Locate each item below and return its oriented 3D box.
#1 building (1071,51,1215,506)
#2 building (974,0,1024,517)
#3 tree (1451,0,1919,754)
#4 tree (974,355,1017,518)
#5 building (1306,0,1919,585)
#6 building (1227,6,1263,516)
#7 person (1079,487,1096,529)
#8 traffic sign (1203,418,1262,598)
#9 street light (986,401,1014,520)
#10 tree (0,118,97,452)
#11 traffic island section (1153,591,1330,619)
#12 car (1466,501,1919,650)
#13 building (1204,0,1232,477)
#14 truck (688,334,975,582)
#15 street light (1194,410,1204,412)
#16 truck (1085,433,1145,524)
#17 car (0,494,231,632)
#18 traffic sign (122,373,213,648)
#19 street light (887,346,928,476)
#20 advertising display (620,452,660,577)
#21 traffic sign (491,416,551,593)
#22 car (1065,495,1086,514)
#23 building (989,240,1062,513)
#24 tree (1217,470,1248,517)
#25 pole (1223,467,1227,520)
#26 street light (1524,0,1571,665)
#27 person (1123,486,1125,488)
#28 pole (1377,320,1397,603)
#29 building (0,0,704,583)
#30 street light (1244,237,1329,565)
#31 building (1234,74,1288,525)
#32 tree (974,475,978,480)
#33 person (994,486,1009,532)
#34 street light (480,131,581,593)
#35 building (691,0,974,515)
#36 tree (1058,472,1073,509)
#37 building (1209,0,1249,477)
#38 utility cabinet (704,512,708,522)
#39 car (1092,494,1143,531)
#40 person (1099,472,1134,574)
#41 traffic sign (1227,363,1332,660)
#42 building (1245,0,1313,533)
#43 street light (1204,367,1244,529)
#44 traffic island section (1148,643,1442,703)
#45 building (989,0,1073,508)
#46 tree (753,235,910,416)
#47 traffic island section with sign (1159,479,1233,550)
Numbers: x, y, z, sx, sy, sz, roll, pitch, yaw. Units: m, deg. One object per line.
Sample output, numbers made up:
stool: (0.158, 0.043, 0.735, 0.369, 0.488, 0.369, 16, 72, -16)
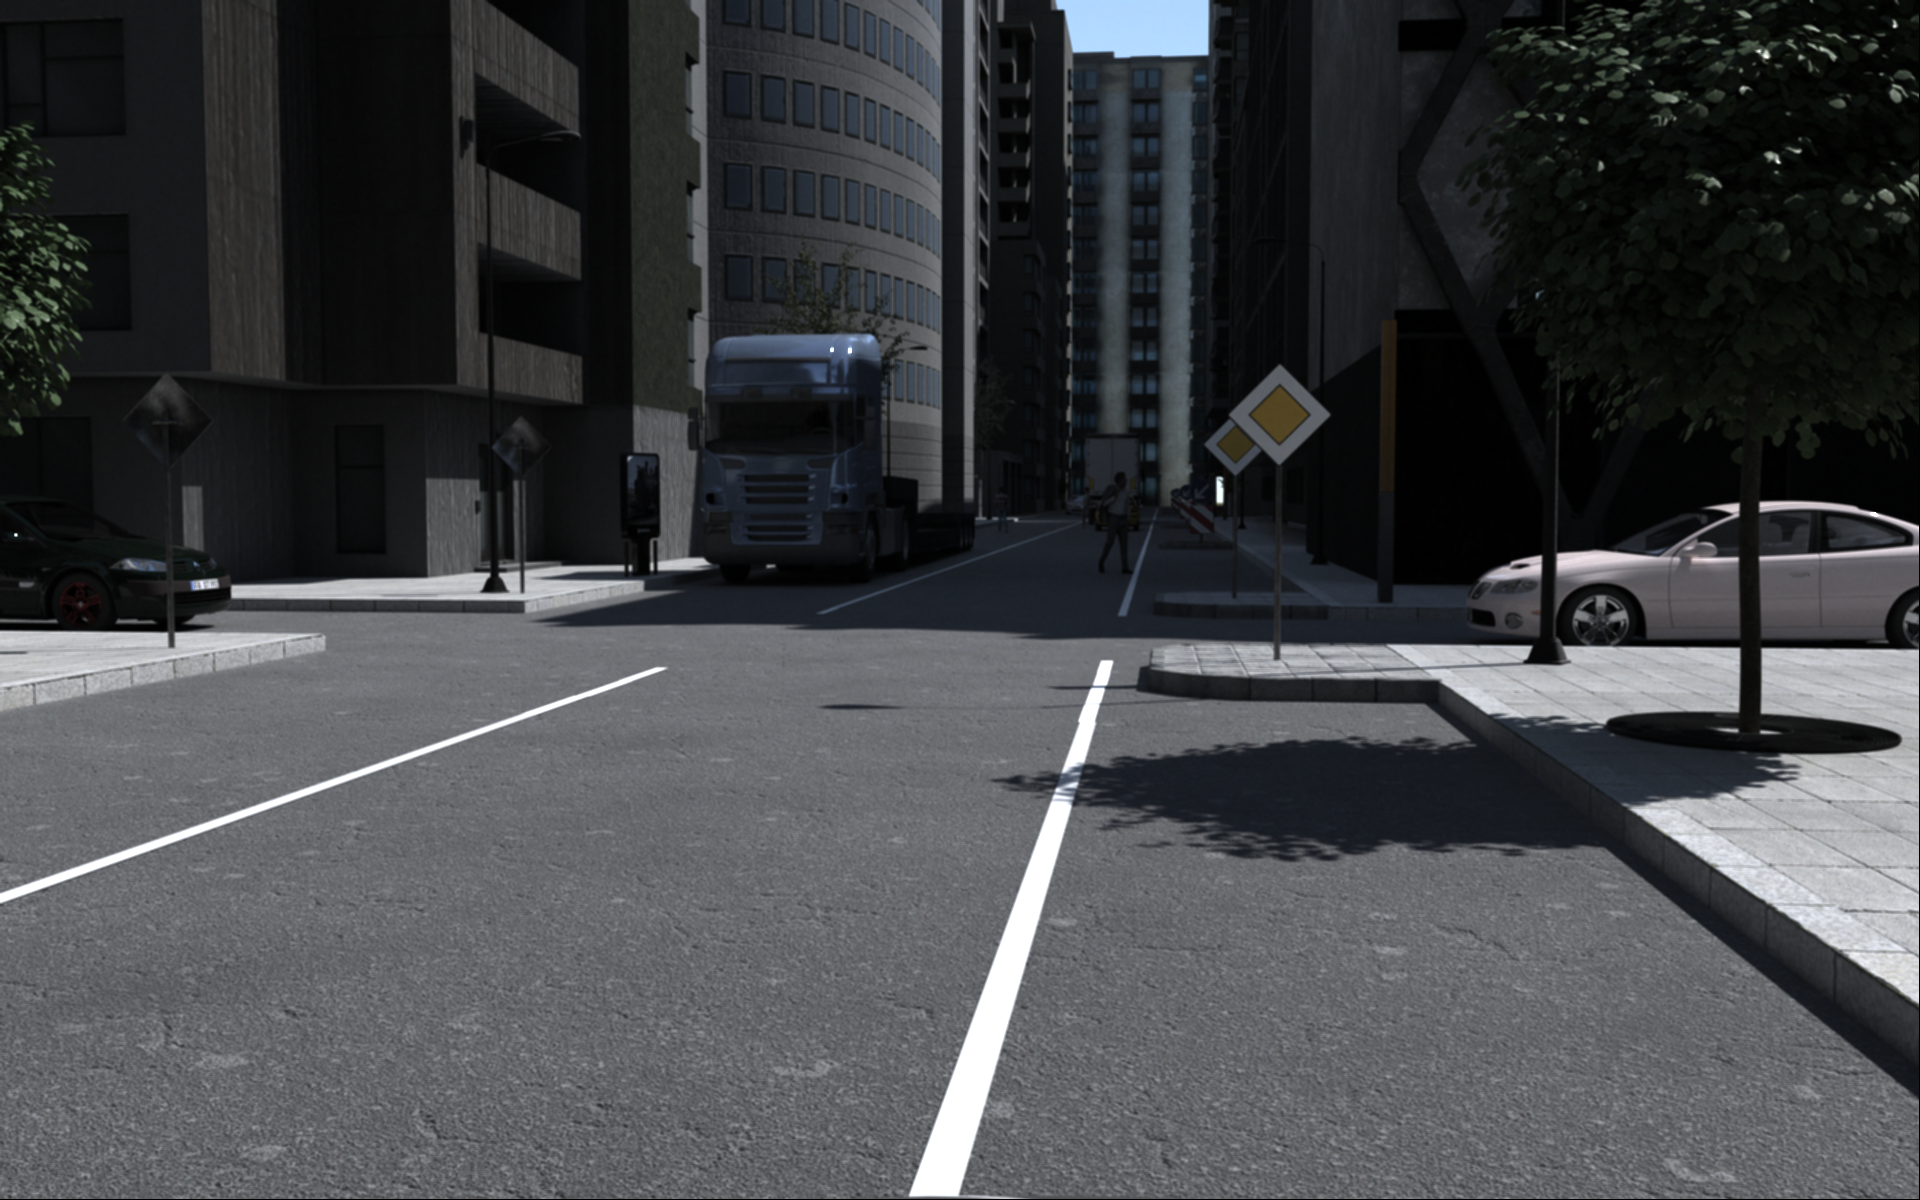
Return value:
building: (13.891, -34.930, 190.710, 30.456, 49.044, 23.786, 0, 4, 7)
building: (-6.579, -40.905, 107.054, 20.563, 71.187, 20.611, 0, 4, 7)
tree: (4.300, -1.556, 9.155, 4.285, 4.588, 4.351, 0, 3, 0)
tree: (0.837, -8.620, 91.292, 4.360, 8.622, 3.978, 0, 3, 0)
building: (14.916, -9.827, 28.118, 16.811, 18.784, 16.820, 0, 4, 7)
building: (23.529, -20.445, 105.984, 14.160, 30.474, 14.107, 0, 4, 7)
person: (5.291, -3.832, 71.909, 0.760, 1.731, 0.466, -2, 4, -32)
traffic sign: (3.375, -1.078, 21.264, 0.795, 2.450, 0.064, 0, 4, 7)
street light: (2.013, -6.992, 86.853, 1.470, 5.913, 1.316, 0, 4, 7)
tree: (-7.693, -1.734, 12.064, 4.285, 4.588, 4.351, 0, 3, 0)
traffic island section: (3.400, 0.058, 21.339, 2.009, 0.180, 2.903, 0, 4, 7)
car: (7.179, -0.223, 16.009, 4.827, 1.381, 2.083, 0, 4, 5)
building: (35.945, -34.599, 154.929, 28.713, 52.752, 27.495, 0, 4, 7)
truck: (-1.854, -2.769, 35.039, 2.967, 4.110, 18.799, 0, 4, 6)
street light: (13.591, -7.532, 95.695, 1.470, 5.913, 1.316, 0, 4, 7)
truck: (7.662, -5.909, 85.523, 2.839, 4.237, 11.283, 0, 4, 7)
car: (-9.983, -0.530, 18.452, 4.222, 1.686, 2.009, 0, 4, 8)
traffic sign: (-6.582, -0.658, 14.405, 0.795, 2.450, 0.064, 0, 4, 7)
street light: (-1.715, -5.015, 54.531, 1.470, 5.913, 1.316, 0, 4, 7)
advertising display: (-5.010, -1.342, 27.159, 0.123, 1.923, 0.974, 1, 4, 21)
traffic sign: (-5.655, -1.143, 22.336, 0.795, 2.450, 0.064, 0, 4, 7)
car: (8.486, -6.779, 123.198, 2.083, 1.381, 4.827, 0, 4, 5)
building: (-6.828, -17.659, 133.769, 27.650, 21.520, 28.899, 0, 4, 7)
tree: (15.458, -6.345, 98.347, 1.663, 3.219, 1.824, 0, 3, 0)
pole: (13.066, -5.592, 85.271, 0.158, 3.312, 0.155, 0, 3, 0)
street light: (3.929, -2.478, 13.059, 1.470, 5.913, 1.316, 0, 4, 7)
person: (6.802, -3.961, 73.279, 0.660, 1.820, 0.620, 1, 4, 19)
pole: (5.031, -1.625, 20.405, 0.158, 3.312, 0.155, 0, 3, 0)
building: (-13.091, -15.744, 29.114, 14.160, 30.474, 14.107, 0, 4, 7)
street light: (6.000, -3.600, 31.397, 1.470, 5.913, 1.316, 0, 4, 7)
building: (20.216, -15.898, 79.005, 14.314, 24.678, 30.058, 0, 4, 7)
tree: (-0.138, -5.480, 84.191, 1.663, 3.219, 1.824, 0, 3, 0)
person: (1.574, -3.416, 65.185, 0.563, 1.720, 0.643, 0, 4, -2)
street light: (-5.543, -3.049, 22.386, 1.470, 5.913, 1.316, 0, 4, 7)
building: (-11.393, -32.196, 68.398, 21.231, 58.520, 28.212, 0, 4, 7)
tree: (8.751, -9.479, 149.587, 1.663, 3.219, 1.824, 0, 3, 0)
building: (29.699, -28.867, 126.605, 22.147, 44.769, 28.867, 0, 4, 7)
utility cabinet: (-6.858, -2.124, 43.407, 0.318, 1.500, 1.173, 3, 4, 39)
car: (6.211, -3.547, 68.225, 2.015, 1.641, 3.980, 0, 4, 5)
person: (2.798, -1.388, 31.294, 0.679, 1.850, 0.850, -3, 4, -36)
traffic sign: (2.448, -0.593, 13.333, 0.795, 2.450, 0.064, 0, 4, 7)
building: (16.264, -15.815, 52.090, 14.314, 27.812, 24.014, 0, 4, 7)
street light: (9.823, -5.566, 63.543, 1.470, 5.913, 1.316, 0, 4, 7)
traffic island section: (2.473, 0.543, 13.407, 2.009, 0.180, 2.903, 0, 4, 7)
building: (-0.486, -33.009, 163.398, 21.600, 48.544, 21.300, 0, 4, 7)
tree: (-3.768, -6.105, 50.175, 4.737, 8.622, 4.395, 0, 3, 0)
traffic island section with sign: (6.265, -2.272, 45.779, 1.989, 1.847, 2.006, 0, 4, 7)
